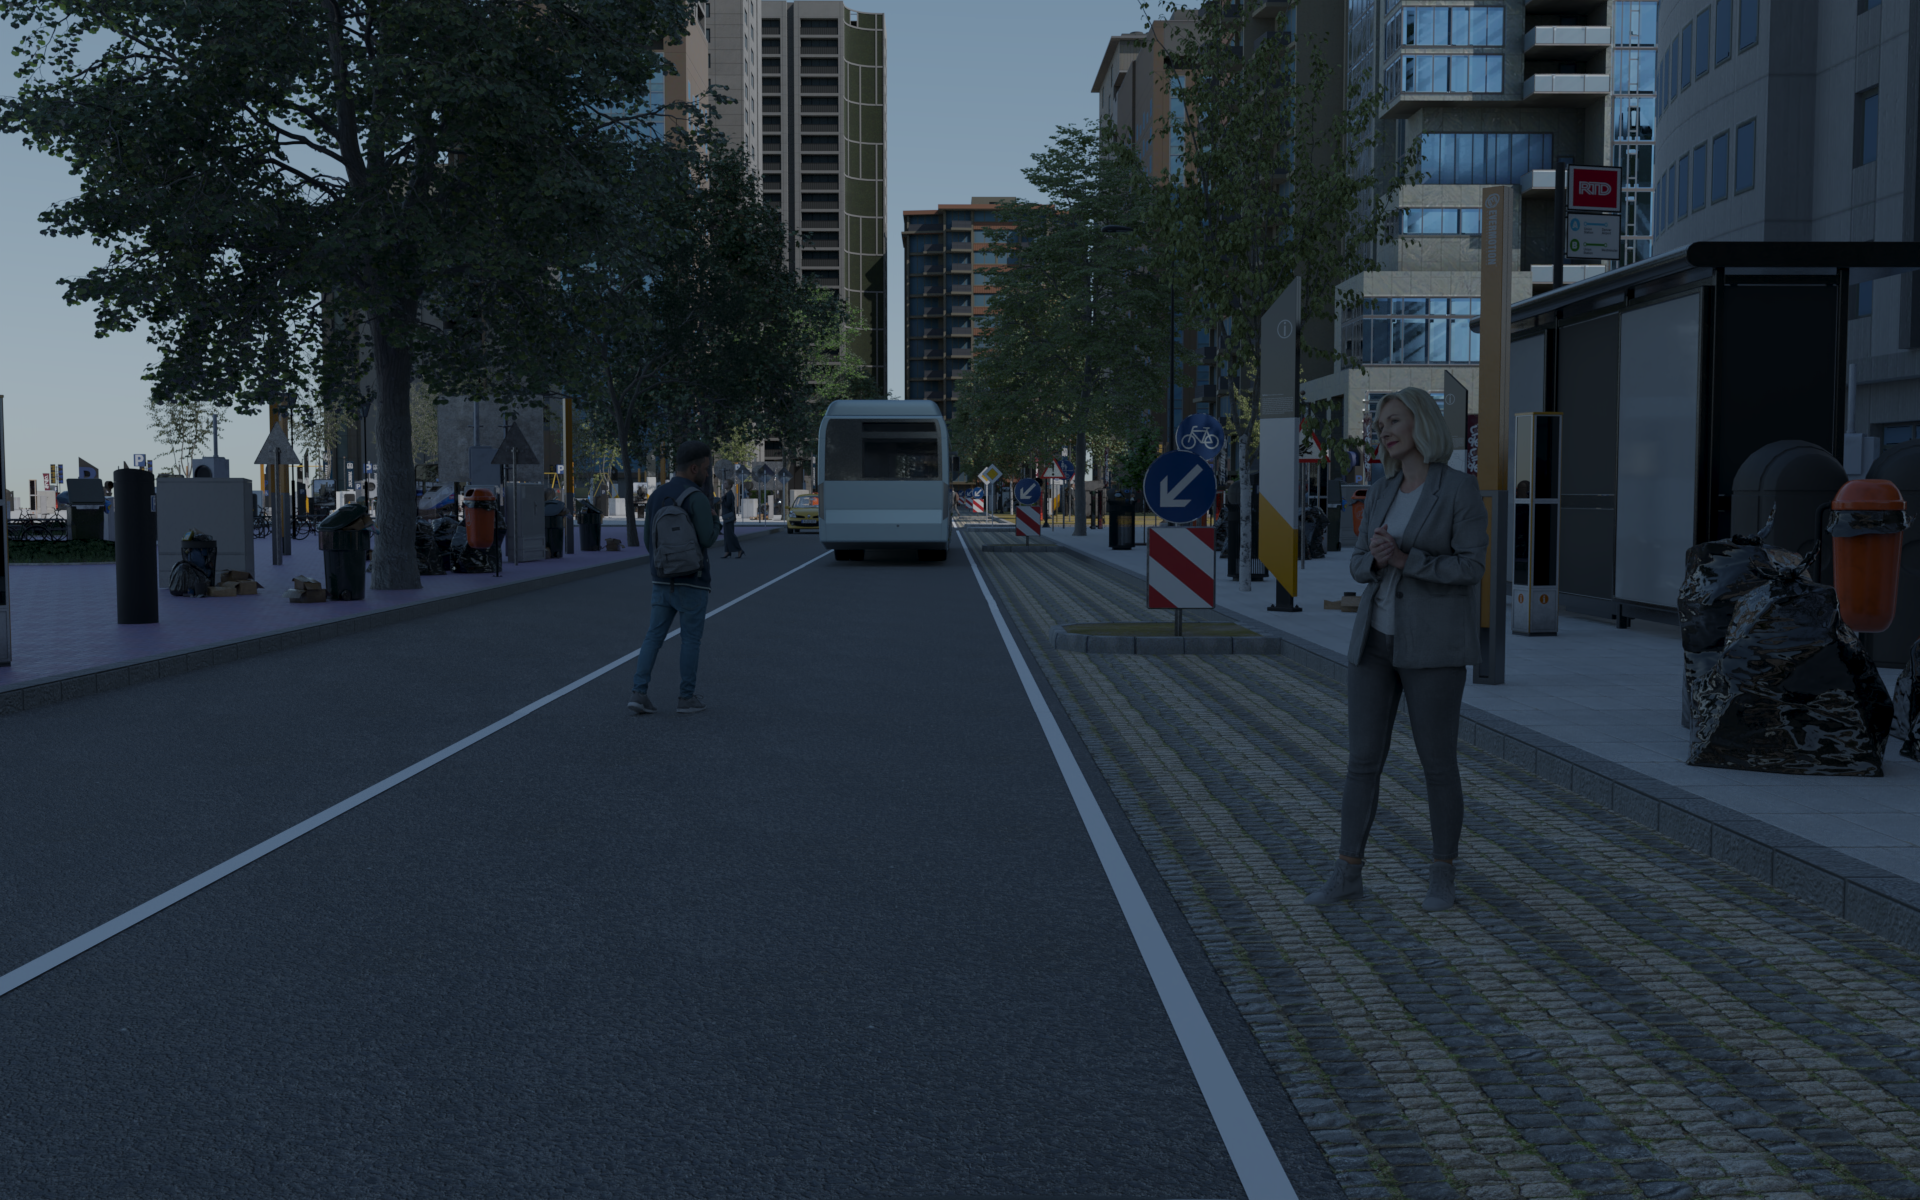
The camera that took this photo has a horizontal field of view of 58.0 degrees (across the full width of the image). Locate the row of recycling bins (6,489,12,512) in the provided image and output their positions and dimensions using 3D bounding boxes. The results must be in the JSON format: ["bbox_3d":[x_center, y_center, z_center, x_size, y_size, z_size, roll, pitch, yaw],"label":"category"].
[{"bbox_3d":[-81.261,-8.385,144.206,3.534,1.692,1.069,-1,4,-12],"label":"row of recycling bins"}]

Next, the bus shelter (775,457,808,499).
[{"bbox_3d":[-10.952,-7.412,112.474,1.731,3.624,6.357,0,4,0],"label":"bus shelter"}]

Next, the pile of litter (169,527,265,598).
[{"bbox_3d":[-9.506,-0.507,22.259,1.176,0.858,1.719,1,4,8],"label":"pile of litter"}]

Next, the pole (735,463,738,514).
[{"bbox_3d":[-14.536,-7.265,112.618,0.158,3.312,0.155,0,3,0],"label":"pole"}]

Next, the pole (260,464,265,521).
[{"bbox_3d":[-32.690,-5.341,81.173,0.158,3.312,0.155,0,3,0],"label":"pole"}]

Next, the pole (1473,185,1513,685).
[{"bbox_3d":[3.579,-1.088,11.625,0.158,3.312,0.155,0,3,0],"label":"pole"}]

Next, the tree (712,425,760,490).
[{"bbox_3d":[-19.292,-11.938,145.541,4.737,8.622,4.395,0,3,0],"label":"tree"}]

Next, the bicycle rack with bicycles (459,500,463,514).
[{"bbox_3d":[-30.246,-5.561,104.309,2.852,0.926,2.925,2,4,33],"label":"bicycle rack with bicycles"}]

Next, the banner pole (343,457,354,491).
[{"bbox_3d":[-41.019,-7.712,116.106,0.863,3.779,0.401,-3,5,-43],"label":"banner pole"}]

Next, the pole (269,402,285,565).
[{"bbox_3d":[-12.385,-2.293,31.336,0.158,3.312,0.155,0,3,0],"label":"pole"}]

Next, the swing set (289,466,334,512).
[{"bbox_3d":[-36.065,-5.989,95.547,3.119,2.851,2.862,-1,4,-14],"label":"swing set"}]

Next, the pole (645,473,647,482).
[{"bbox_3d":[-25.758,-9.072,142.168,0.158,3.312,0.155,0,3,0],"label":"pole"}]

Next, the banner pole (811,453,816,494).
[{"bbox_3d":[-8.163,-6.502,96.329,0.401,3.779,0.863,1,4,14],"label":"banner pole"}]

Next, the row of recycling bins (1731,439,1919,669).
[{"bbox_3d":[7.619,-0.346,12.777,3.534,1.692,1.069,1,4,21],"label":"row of recycling bins"}]

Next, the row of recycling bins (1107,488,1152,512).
[{"bbox_3d":[12.015,-6.995,121.477,3.534,1.692,1.069,-1,4,-11],"label":"row of recycling bins"}]

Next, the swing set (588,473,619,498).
[{"bbox_3d":[-26.569,-8.016,128.682,2.862,2.851,3.119,-1,4,-22],"label":"swing set"}]

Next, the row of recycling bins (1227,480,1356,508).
[{"bbox_3d":[9.472,-2.615,49.863,3.534,1.692,1.069,1,4,9],"label":"row of recycling bins"}]

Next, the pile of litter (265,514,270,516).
[{"bbox_3d":[-41.311,-5.369,101.747,1.176,0.858,1.719,3,5,44],"label":"pile of litter"}]

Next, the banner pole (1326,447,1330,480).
[{"bbox_3d":[17.266,-5.581,81.274,0.401,3.779,0.863,2,4,26],"label":"banner pole"}]

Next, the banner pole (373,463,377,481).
[{"bbox_3d":[-41.532,-8.171,123.616,0.863,3.779,0.401,1,4,10],"label":"banner pole"}]

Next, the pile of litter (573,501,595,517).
[{"bbox_3d":[-21.584,-5.114,97.579,1.176,0.858,1.719,1,4,23],"label":"pile of litter"}]

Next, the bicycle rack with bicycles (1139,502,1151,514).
[{"bbox_3d":[13.432,-6.072,112.660,2.925,0.926,2.852,2,4,29],"label":"bicycle rack with bicycles"}]

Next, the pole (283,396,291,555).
[{"bbox_3d":[-14.119,-2.589,36.166,0.158,3.312,0.155,0,3,0],"label":"pole"}]

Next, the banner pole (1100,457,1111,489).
[{"bbox_3d":[8.424,-6.797,101.146,0.863,3.779,0.401,1,4,15],"label":"banner pole"}]

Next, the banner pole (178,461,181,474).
[{"bbox_3d":[-58.874,-8.609,130.771,0.401,3.779,0.863,-1,4,-15],"label":"banner pole"}]

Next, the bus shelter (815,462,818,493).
[{"bbox_3d":[-9.108,-8.002,122.117,1.731,3.624,6.357,0,4,0],"label":"bus shelter"}]

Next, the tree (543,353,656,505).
[{"bbox_3d":[-16.897,-7.827,78.334,4.360,8.622,3.978,0,3,0],"label":"tree"}]

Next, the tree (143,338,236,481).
[{"bbox_3d":[-34.828,-7.808,78.025,4.360,8.622,3.978,0,3,0],"label":"tree"}]

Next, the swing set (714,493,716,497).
[{"bbox_3d":[-16.705,-6.796,108.741,2.862,2.851,3.119,1,4,17],"label":"swing set"}]

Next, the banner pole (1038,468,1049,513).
[{"bbox_3d":[4.700,-6.489,96.105,0.863,3.779,0.401,1,4,13],"label":"banner pole"}]

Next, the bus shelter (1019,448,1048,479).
[{"bbox_3d":[4.971,-8.393,114.862,2.179,5.291,8.768,0,4,-1],"label":"bus shelter"}]

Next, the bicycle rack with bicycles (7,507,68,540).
[{"bbox_3d":[-24.705,-2.027,46.523,2.925,0.926,2.852,-2,4,-31],"label":"bicycle rack with bicycles"}]

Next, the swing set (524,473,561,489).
[{"bbox_3d":[-31.277,-7.992,128.288,3.119,2.851,2.862,1,4,16],"label":"swing set"}]

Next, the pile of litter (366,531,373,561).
[{"bbox_3d":[-11.356,-1.187,33.375,1.176,0.858,1.719,3,5,43],"label":"pile of litter"}]

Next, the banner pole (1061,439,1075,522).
[{"bbox_3d":[4.864,-5.438,78.921,0.401,3.779,0.863,3,5,41],"label":"banner pole"}]

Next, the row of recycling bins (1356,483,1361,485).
[{"bbox_3d":[13.756,-3.447,63.469,1.069,1.692,3.534,-1,4,-19],"label":"row of recycling bins"}]

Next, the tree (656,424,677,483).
[{"bbox_3d":[-25.915,-12.028,147.018,4.360,8.622,3.978,0,3,0],"label":"tree"}]

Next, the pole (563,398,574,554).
[{"bbox_3d":[-8.383,-2.644,37.070,0.158,3.312,0.155,0,3,0],"label":"pole"}]

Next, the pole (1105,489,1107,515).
[{"bbox_3d":[9.074,-7.009,108.433,0.158,3.312,0.155,0,3,0],"label":"pole"}]

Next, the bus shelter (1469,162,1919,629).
[{"bbox_3d":[7.047,-2.513,18.713,2.179,5.291,8.768,0,4,0],"label":"bus shelter"}]

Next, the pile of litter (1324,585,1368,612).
[{"bbox_3d":[4.684,-0.302,18.897,1.176,0.858,1.719,-1,4,-14],"label":"pile of litter"}]

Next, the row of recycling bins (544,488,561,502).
[{"bbox_3d":[-27.064,-6.591,114.871,1.069,1.692,3.534,0,4,1],"label":"row of recycling bins"}]

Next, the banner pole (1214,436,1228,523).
[{"bbox_3d":[9.771,-4.597,65.180,0.863,3.779,0.401,-2,4,-32],"label":"banner pole"}]

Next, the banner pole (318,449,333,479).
[{"bbox_3d":[-32.366,-6.005,88.201,0.863,3.779,0.401,-2,4,-26],"label":"banner pole"}]

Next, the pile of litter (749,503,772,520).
[{"bbox_3d":[-9.873,-4.388,85.702,1.176,0.858,1.719,0,4,-6],"label":"pile of litter"}]

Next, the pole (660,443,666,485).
[{"bbox_3d":[-11.279,-4.401,65.794,0.158,3.312,0.155,0,3,0],"label":"pole"}]

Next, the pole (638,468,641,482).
[{"bbox_3d":[-25.483,-8.798,137.691,0.158,3.312,0.155,0,3,0],"label":"pole"}]

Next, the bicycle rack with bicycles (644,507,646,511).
[{"bbox_3d":[-23.680,-6.811,124.740,2.925,0.926,2.852,-1,4,-14],"label":"bicycle rack with bicycles"}]

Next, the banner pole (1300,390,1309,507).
[{"bbox_3d":[8.269,-3.156,41.621,0.401,3.779,0.863,0,4,-2],"label":"banner pole"}]
